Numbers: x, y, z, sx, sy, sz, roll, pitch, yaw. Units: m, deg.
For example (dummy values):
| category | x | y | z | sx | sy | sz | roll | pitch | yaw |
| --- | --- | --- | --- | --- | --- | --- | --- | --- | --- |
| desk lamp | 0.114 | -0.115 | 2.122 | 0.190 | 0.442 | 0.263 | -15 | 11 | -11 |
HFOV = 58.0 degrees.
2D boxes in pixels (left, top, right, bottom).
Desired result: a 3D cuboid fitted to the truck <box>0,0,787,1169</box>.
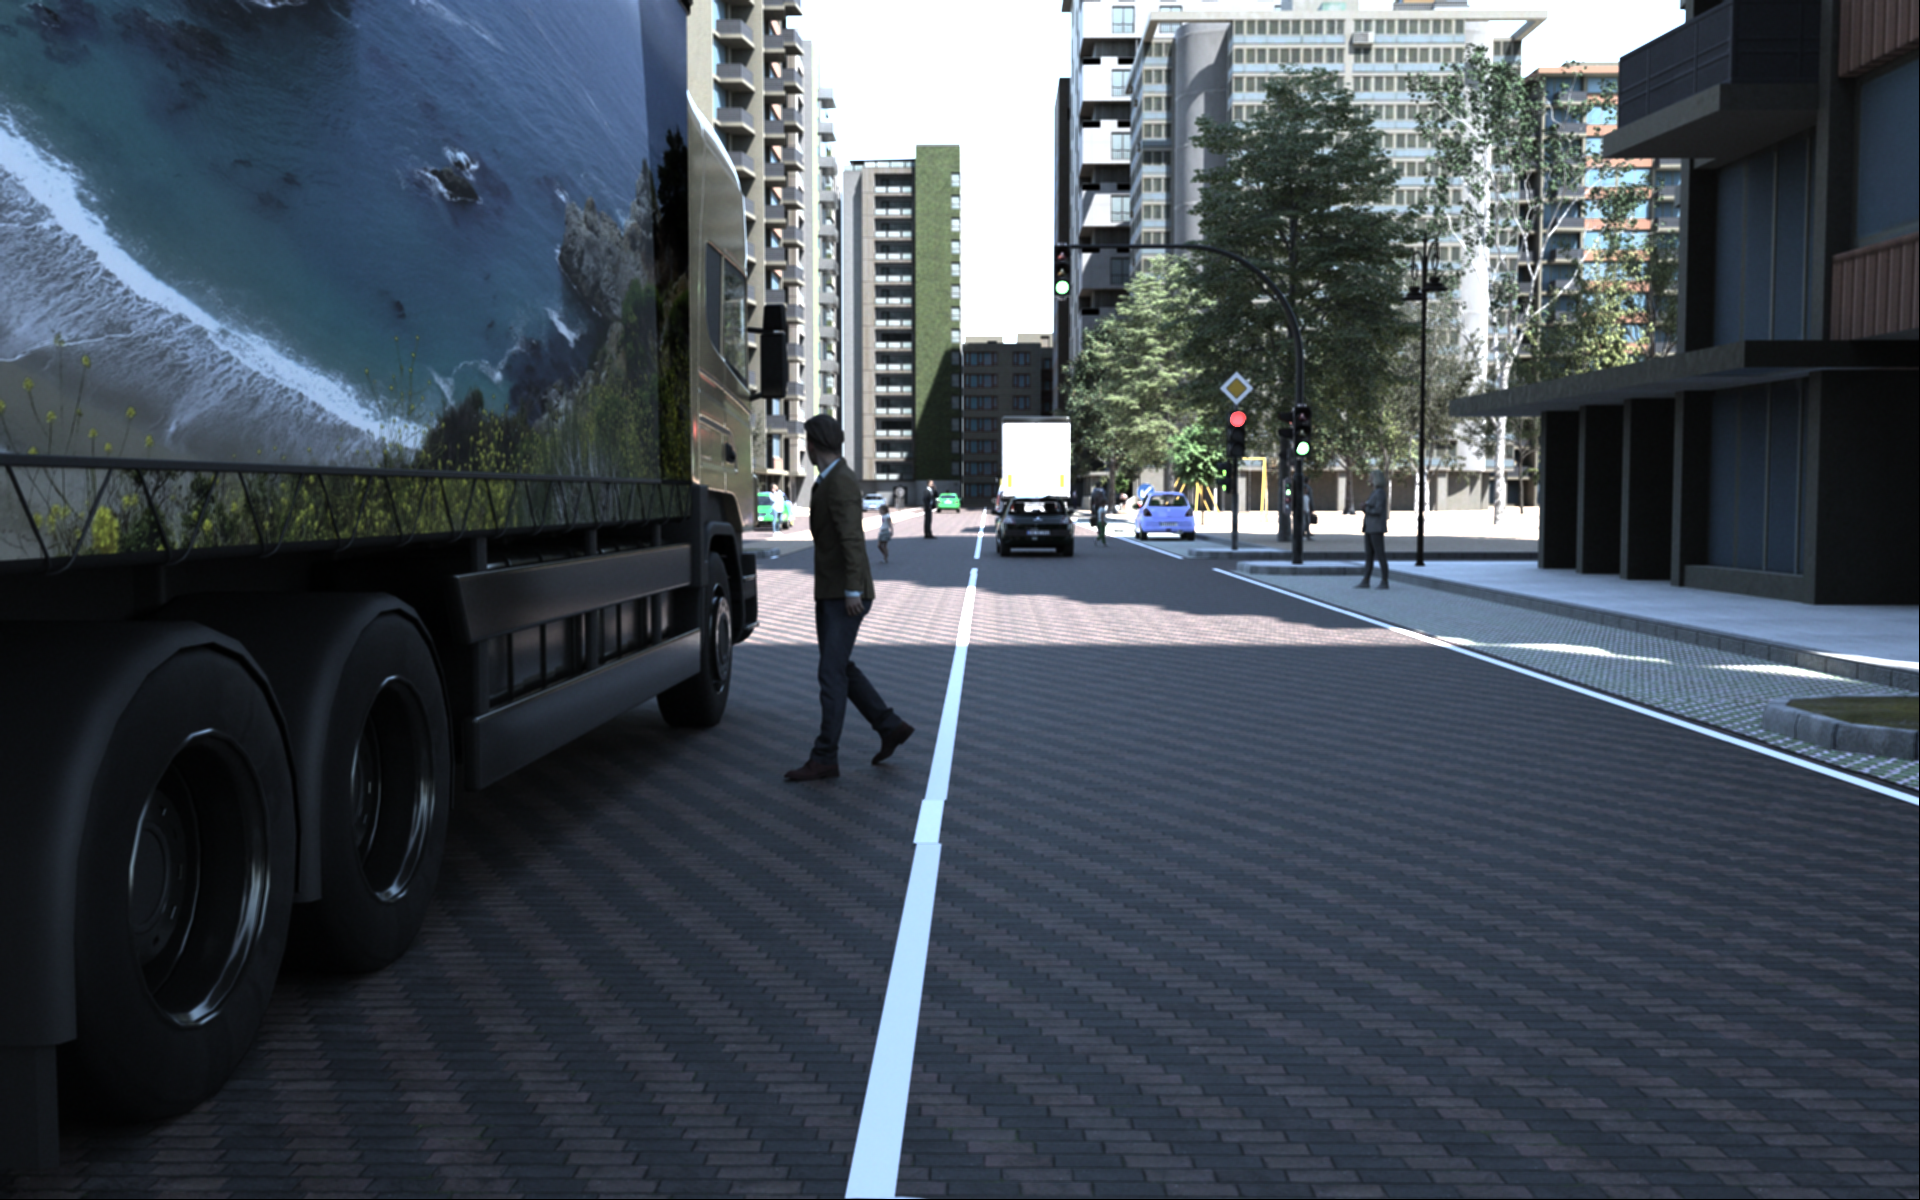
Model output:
| category | x | y | z | sx | sy | sz | roll | pitch | yaw |
| --- | --- | --- | --- | --- | --- | --- | --- | --- | --- |
| truck | -2.777 | -1.124 | 7.294 | 2.839 | 4.237 | 11.283 | 0 | 4 | 2 |

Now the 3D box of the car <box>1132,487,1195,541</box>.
| category | x | y | z | sx | sy | sz | roll | pitch | yaw |
| --- | --- | --- | --- | --- | --- | --- | --- | --- | --- |
| car | 6.398 | -2.733 | 54.283 | 1.945 | 1.707 | 3.694 | 0 | 4 | 2 |

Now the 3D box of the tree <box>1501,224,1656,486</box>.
| category | x | y | z | sx | sy | sz | roll | pitch | yaw |
| --- | --- | --- | --- | --- | --- | --- | --- | --- | --- |
| tree | 17.320 | -5.981 | 48.151 | 4.737 | 8.622 | 4.395 | 0 | 3 | 0 |

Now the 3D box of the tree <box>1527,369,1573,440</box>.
| category | x | y | z | sx | sy | sz | roll | pitch | yaw |
| --- | --- | --- | --- | --- | --- | --- | --- | --- | --- |
| tree | 35.094 | -9.222 | 101.134 | 4.360 | 8.622 | 3.978 | 0 | 3 | 0 |

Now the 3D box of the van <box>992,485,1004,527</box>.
| category | x | y | z | sx | sy | sz | roll | pitch | yaw |
| --- | --- | --- | --- | --- | --- | --- | --- | --- | --- |
| van | 2.398 | -4.226 | 76.111 | 2.013 | 2.044 | 4.112 | 0 | 4 | 2 |

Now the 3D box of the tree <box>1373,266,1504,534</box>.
| category | x | y | z | sx | sy | sz | roll | pitch | yaw |
| --- | --- | --- | --- | --- | --- | --- | --- | --- | --- |
| tree | 15.093 | -6.435 | 55.570 | 4.360 | 8.622 | 3.978 | 0 | 3 | 0 |

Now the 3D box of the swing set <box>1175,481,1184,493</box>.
| category | x | y | z | sx | sy | sz | roll | pitch | yaw |
| --- | --- | --- | --- | --- | --- | --- | --- | --- | --- |
| swing set | 12.124 | -5.706 | 90.907 | 2.862 | 2.851 | 3.119 | 0 | 4 | -2 |

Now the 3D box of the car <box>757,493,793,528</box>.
| category | x | y | z | sx | sy | sz | roll | pitch | yaw |
| --- | --- | --- | --- | --- | --- | --- | --- | --- | --- |
| car | -8.218 | -3.981 | 74.674 | 1.945 | 1.707 | 3.694 | 0 | 4 | 1 |

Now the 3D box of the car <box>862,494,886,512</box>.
| category | x | y | z | sx | sy | sz | roll | pitch | yaw |
| --- | --- | --- | --- | --- | --- | --- | --- | --- | --- |
| car | -6.989 | -7.869 | 140.667 | 2.014 | 1.417 | 4.499 | 0 | 3 | 0 |

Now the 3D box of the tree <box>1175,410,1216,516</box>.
| category | x | y | z | sx | sy | sz | roll | pitch | yaw |
| --- | --- | --- | --- | --- | --- | --- | --- | --- | --- |
| tree | 14.413 | -9.103 | 99.201 | 4.360 | 8.622 | 3.978 | 0 | 3 | 0 |

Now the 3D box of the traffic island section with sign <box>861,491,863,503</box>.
| category | x | y | z | sx | sy | sz | roll | pitch | yaw |
| --- | --- | --- | --- | --- | --- | --- | --- | --- | --- |
| traffic island section with sign | -9.723 | -9.792 | 168.732 | 1.989 | 1.847 | 2.006 | 0 | 4 | 1 |

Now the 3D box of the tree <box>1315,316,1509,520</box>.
| category | x | y | z | sx | sy | sz | roll | pitch | yaw |
| --- | --- | --- | --- | --- | --- | --- | --- | --- | --- |
| tree | 21.339 | -9.238 | 85.461 | 8.767 | 10.594 | 7.601 | 2 | 4 | 34 |

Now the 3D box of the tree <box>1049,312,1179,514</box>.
| category | x | y | z | sx | sy | sz | roll | pitch | yaw |
| --- | --- | --- | --- | --- | --- | --- | --- | --- | --- |
| tree | 9.681 | -11.736 | 108.890 | 9.611 | 12.733 | 9.660 | 0 | 3 | 0 |

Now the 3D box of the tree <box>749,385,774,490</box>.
| category | x | y | z | sx | sy | sz | roll | pitch | yaw |
| --- | --- | --- | --- | --- | --- | --- | --- | --- | --- |
| tree | -13.807 | -9.720 | 109.291 | 4.360 | 8.622 | 3.978 | 0 | 3 | 0 |

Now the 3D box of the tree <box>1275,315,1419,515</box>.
| category | x | y | z | sx | sy | sz | roll | pitch | yaw |
| --- | --- | --- | --- | --- | --- | --- | --- | --- | --- |
| tree | 23.835 | -11.577 | 106.295 | 9.611 | 12.733 | 9.660 | 0 | 3 | 0 |

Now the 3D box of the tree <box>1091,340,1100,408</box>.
| category | x | y | z | sx | sy | sz | roll | pitch | yaw |
| --- | --- | --- | --- | --- | --- | --- | --- | --- | --- |
| tree | 9.702 | -10.061 | 82.632 | 7.486 | 12.596 | 7.792 | 0 | 3 | 0 |

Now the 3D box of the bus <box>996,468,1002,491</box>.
| category | x | y | z | sx | sy | sz | roll | pitch | yaw |
| --- | --- | --- | --- | --- | --- | --- | --- | --- | --- |
| bus | 4.241 | -8.602 | 132.195 | 2.896 | 3.916 | 12.252 | 0 | 4 | 1 |

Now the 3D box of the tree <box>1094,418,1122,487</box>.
| category | x | y | z | sx | sy | sz | roll | pitch | yaw |
| --- | --- | --- | --- | --- | --- | --- | --- | --- | --- |
| tree | 10.725 | -10.368 | 119.882 | 4.737 | 8.622 | 4.395 | 0 | 3 | 0 |

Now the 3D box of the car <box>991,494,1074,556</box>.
| category | x | y | z | sx | sy | sz | roll | pitch | yaw |
| --- | --- | --- | --- | --- | --- | --- | --- | --- | --- |
| car | 1.756 | -1.926 | 41.269 | 2.009 | 1.686 | 4.222 | 0 | 4 | 0 |

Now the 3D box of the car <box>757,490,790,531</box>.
| category | x | y | z | sx | sy | sz | roll | pitch | yaw |
| --- | --- | --- | --- | --- | --- | --- | --- | --- | --- |
| car | -7.838 | -3.678 | 68.937 | 1.959 | 1.807 | 4.718 | 0 | 4 | 0 |

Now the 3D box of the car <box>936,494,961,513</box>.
| category | x | y | z | sx | sy | sz | roll | pitch | yaw |
| --- | --- | --- | --- | --- | --- | --- | --- | --- | --- |
| car | -0.885 | -7.653 | 133.917 | 1.959 | 1.807 | 4.718 | 0 | 4 | 1 |

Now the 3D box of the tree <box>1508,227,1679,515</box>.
| category | x | y | z | sx | sy | sz | roll | pitch | yaw |
| --- | --- | --- | --- | --- | --- | --- | --- | --- | --- |
| tree | 24.654 | -7.680 | 59.981 | 8.767 | 10.594 | 7.601 | 0 | 4 | 1 |

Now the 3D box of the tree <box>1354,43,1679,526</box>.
| category | x | y | z | sx | sy | sz | roll | pitch | yaw |
| --- | --- | --- | --- | --- | --- | --- | --- | --- | --- |
| tree | 22.736 | -13.170 | 71.225 | 12.611 | 20.169 | 13.585 | 0 | 3 | 0 |

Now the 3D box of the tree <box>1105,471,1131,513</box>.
| category | x | y | z | sx | sy | sz | roll | pitch | yaw |
| --- | --- | --- | --- | --- | --- | --- | --- | --- | --- |
| tree | 10.773 | -7.413 | 115.808 | 1.663 | 3.219 | 1.824 | 0 | 3 | 0 |

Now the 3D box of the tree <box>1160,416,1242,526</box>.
| category | x | y | z | sx | sy | sz | roll | pitch | yaw |
| --- | --- | --- | --- | --- | --- | --- | --- | --- | --- |
| tree | 9.880 | -5.341 | 71.033 | 4.285 | 4.588 | 4.351 | 0 | 3 | 0 |

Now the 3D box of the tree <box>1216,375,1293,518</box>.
| category | x | y | z | sx | sy | sz | roll | pitch | yaw |
| --- | --- | --- | --- | --- | --- | --- | --- | --- | --- |
| tree | 16.499 | -8.750 | 93.417 | 4.360 | 8.622 | 3.978 | 0 | 3 | 0 |

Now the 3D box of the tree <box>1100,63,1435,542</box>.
| category | x | y | z | sx | sy | sz | roll | pitch | yaw |
| --- | --- | --- | --- | --- | --- | --- | --- | --- | --- |
| tree | 8.995 | -7.818 | 45.947 | 7.486 | 12.596 | 7.792 | 0 | 3 | 0 |

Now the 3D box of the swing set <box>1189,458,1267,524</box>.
| category | x | y | z | sx | sy | sz | roll | pitch | yaw |
| --- | --- | --- | --- | --- | --- | --- | --- | --- | --- |
| swing set | 11.748 | -4.773 | 75.661 | 3.119 | 2.851 | 2.862 | 1 | 4 | 15 |

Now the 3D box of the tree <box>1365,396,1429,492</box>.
| category | x | y | z | sx | sy | sz | roll | pitch | yaw |
| --- | --- | --- | --- | --- | --- | --- | --- | --- | --- |
| tree | 24.103 | -8.935 | 96.446 | 4.737 | 8.622 | 4.395 | 0 | 3 | 0 |

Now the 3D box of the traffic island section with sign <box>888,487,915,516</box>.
| category | x | y | z | sx | sy | sz | roll | pitch | yaw |
| --- | --- | --- | --- | --- | --- | --- | --- | --- | --- |
| traffic island section with sign | -4.029 | -6.519 | 114.714 | 2.006 | 1.907 | 1.989 | 0 | 4 | 1 |

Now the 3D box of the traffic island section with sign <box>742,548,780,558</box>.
| category | x | y | z | sx | sy | sz | roll | pitch | yaw |
| --- | --- | --- | --- | --- | --- | --- | --- | --- | --- |
| traffic island section with sign | -5.227 | -1.923 | 39.585 | 2.006 | 1.907 | 1.989 | 0 | 4 | 1 |

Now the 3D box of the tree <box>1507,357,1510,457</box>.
| category | x | y | z | sx | sy | sz | roll | pitch | yaw |
| --- | --- | --- | --- | --- | --- | --- | --- | --- | --- |
| tree | 33.903 | -9.519 | 90.050 | 8.767 | 10.594 | 7.601 | 2 | 4 | 33 |

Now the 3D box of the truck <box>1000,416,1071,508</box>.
| category | x | y | z | sx | sy | sz | roll | pitch | yaw |
| --- | --- | --- | --- | --- | --- | --- | --- | --- | --- |
| truck | 2.928 | -4.843 | 68.092 | 2.839 | 4.237 | 11.283 | 0 | 4 | 2 |
